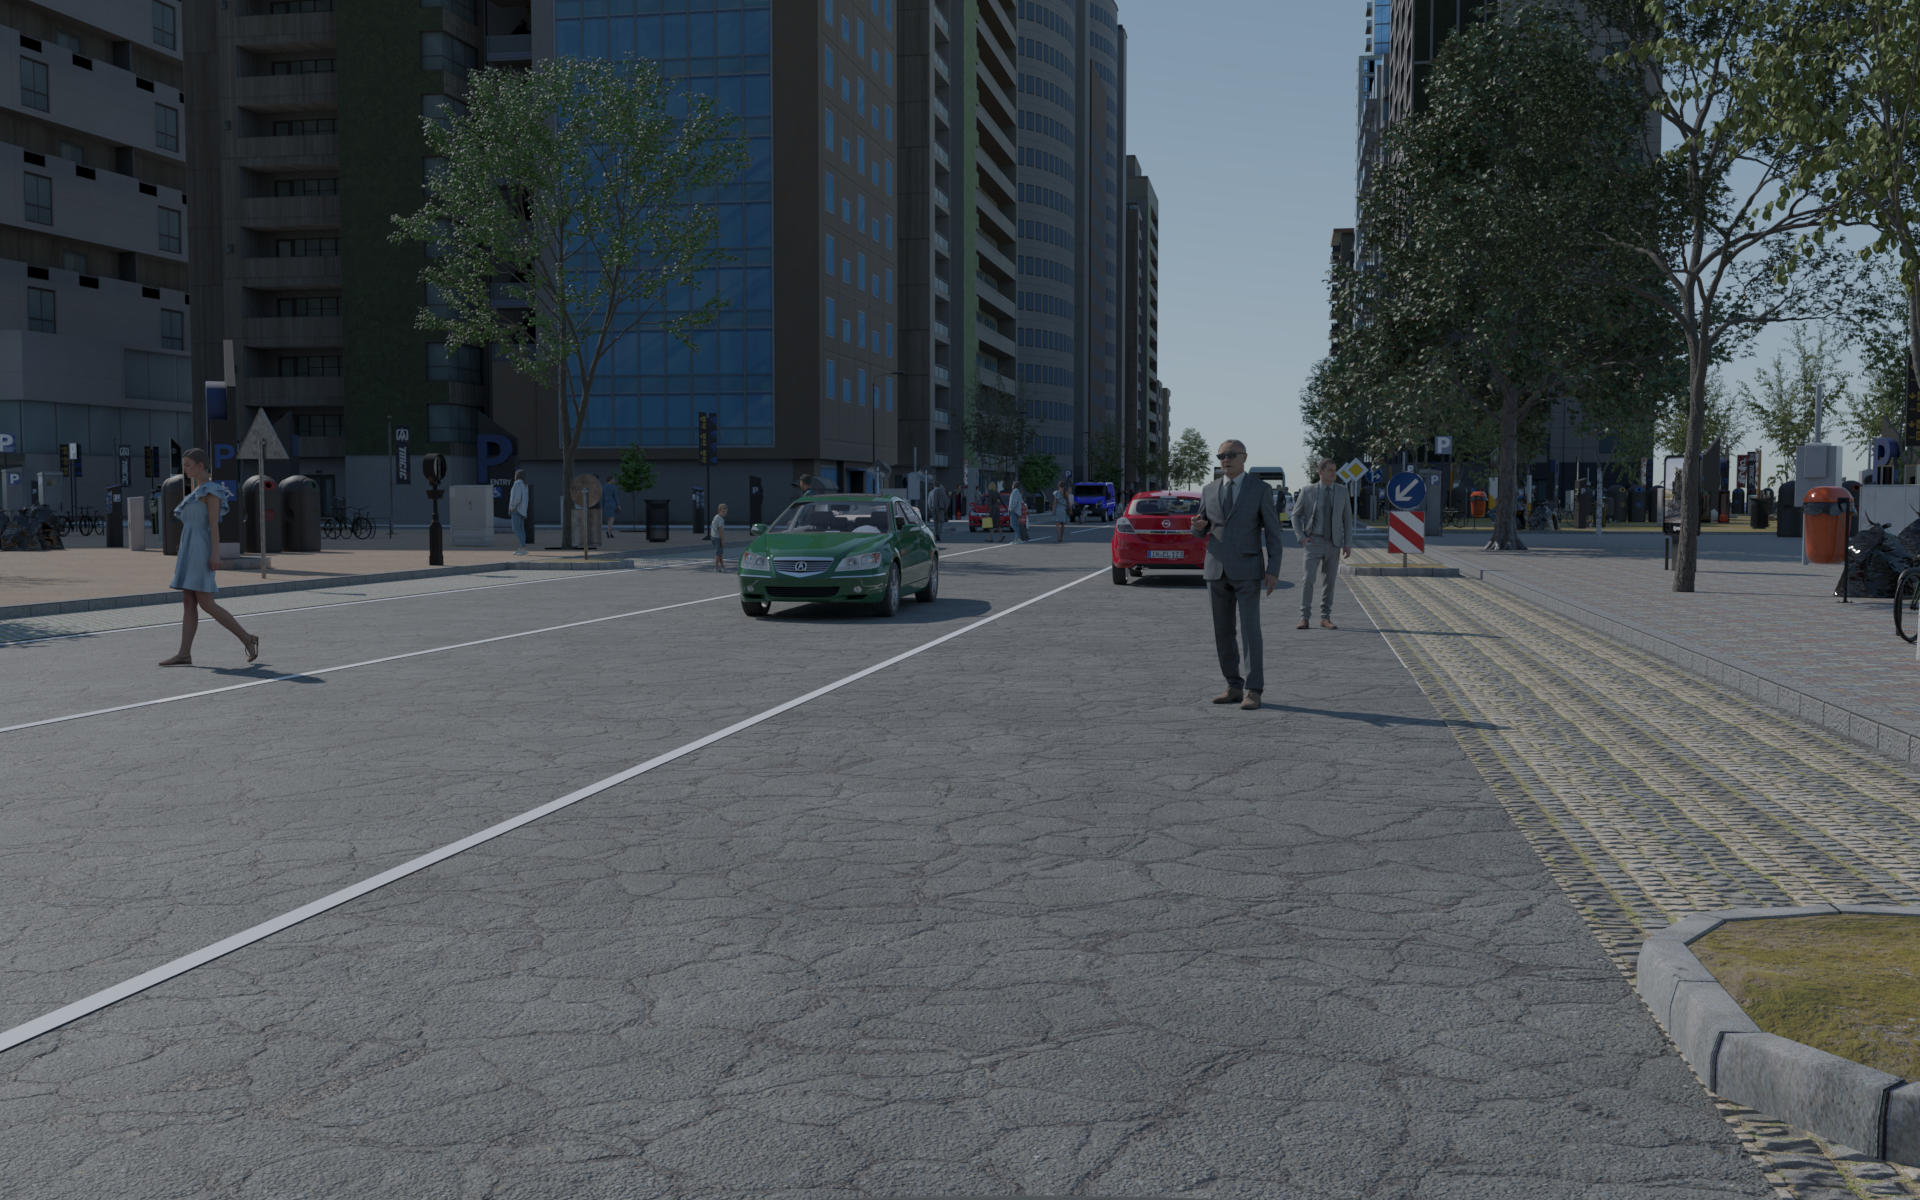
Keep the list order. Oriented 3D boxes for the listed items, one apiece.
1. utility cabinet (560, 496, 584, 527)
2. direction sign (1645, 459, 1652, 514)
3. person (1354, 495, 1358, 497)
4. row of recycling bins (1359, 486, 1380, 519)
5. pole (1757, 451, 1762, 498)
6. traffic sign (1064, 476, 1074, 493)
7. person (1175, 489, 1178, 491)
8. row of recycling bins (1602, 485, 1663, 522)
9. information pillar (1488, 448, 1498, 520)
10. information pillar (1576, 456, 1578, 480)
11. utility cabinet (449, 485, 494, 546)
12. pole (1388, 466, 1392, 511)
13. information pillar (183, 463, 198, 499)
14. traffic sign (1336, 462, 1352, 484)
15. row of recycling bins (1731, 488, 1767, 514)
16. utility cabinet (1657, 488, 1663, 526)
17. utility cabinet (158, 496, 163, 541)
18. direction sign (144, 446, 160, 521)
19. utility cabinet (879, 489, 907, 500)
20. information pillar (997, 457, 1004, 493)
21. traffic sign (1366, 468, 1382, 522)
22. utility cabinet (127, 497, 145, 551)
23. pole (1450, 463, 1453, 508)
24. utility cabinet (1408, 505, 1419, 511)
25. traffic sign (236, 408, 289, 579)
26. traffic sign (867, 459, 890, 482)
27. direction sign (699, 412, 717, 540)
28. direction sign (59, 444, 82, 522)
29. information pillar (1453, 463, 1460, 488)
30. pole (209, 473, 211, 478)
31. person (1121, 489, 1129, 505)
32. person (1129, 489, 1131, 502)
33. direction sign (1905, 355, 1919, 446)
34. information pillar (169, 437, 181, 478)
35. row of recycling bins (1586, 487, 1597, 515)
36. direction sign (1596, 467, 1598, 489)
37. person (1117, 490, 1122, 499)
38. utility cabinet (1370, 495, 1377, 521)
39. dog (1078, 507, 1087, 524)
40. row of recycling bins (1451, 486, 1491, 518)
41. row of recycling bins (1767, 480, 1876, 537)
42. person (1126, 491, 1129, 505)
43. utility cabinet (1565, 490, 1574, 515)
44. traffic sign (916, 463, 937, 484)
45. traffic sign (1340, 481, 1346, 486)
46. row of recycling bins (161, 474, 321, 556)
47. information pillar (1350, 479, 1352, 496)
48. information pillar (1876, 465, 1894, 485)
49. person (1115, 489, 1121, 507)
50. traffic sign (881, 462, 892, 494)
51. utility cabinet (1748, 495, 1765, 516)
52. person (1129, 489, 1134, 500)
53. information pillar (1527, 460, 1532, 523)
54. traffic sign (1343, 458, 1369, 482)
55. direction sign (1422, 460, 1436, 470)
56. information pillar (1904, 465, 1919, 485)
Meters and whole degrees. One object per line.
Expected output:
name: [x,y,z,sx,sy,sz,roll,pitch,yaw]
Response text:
utility cabinet: [-15.137,-3.465,67.820,1.020,1.237,0.306,1,4,22]
direction sign: [44.678,-7.383,112.703,0.876,3.537,0.379,-2,4,-28]
person: [40.054,-10.174,175.604,0.991,1.433,0.599,3,4,37]
row of recycling bins: [21.083,-5.010,89.026,1.069,1.692,3.534,1,4,11]
pole: [37.867,-5.397,82.087,0.158,3.312,0.155,0,3,0]
traffic sign: [7.824,-7.651,125.099,0.884,2.594,0.081,1,4,12]
person: [14.915,-6.788,119.579,0.616,1.811,0.778,-2,4,-24]
row of recycling bins: [31.381,-4.405,79.130,3.534,1.692,1.069,1,4,9]
information pillar: [26.515,-5.794,86.079,0.504,3.616,0.183,-1,4,-20]
information pillar: [38.486,-7.140,108.087,0.183,3.616,0.504,2,4,26]
utility cabinet: [-11.982,-2.067,42.467,1.173,1.500,0.318,2,4,29]
pole: [31.055,-8.027,125.085,0.158,3.312,0.155,0,3,0]
information pillar: [-14.891,-1.788,33.723,0.304,2.012,0.304,2,4,32]
traffic sign: [14.040,-3.709,62.833,0.795,2.593,0.064,1,4,10]
row of recycling bins: [51.093,-6.461,112.748,3.534,1.692,1.069,3,4,36]
utility cabinet: [28.152,-3.652,68.385,1.173,1.500,0.318,-1,4,-11]
utility cabinet: [-21.524,-2.237,47.729,1.020,1.237,0.306,0,4,3]
direction sign: [-38.318,-5.517,82.194,0.379,3.537,0.876,1,4,18]
utility cabinet: [-2.749,-3.737,69.777,1.173,1.500,0.318,0,4,-6]
information pillar: [2.576,-7.253,109.942,0.504,3.616,0.183,-3,5,-43]
traffic sign: [19.331,-4.944,80.936,0.768,2.556,0.104,1,4,12]
utility cabinet: [-18.765,-1.729,39.436,0.306,1.237,1.020,-2,4,-29]
pole: [32.203,-7.320,113.531,0.158,3.312,0.155,0,3,0]
utility cabinet: [16.462,-3.246,61.746,1.173,1.500,0.318,1,4,19]
traffic sign: [-10.548,-1.600,26.172,0.884,2.594,0.081,1,4,13]
traffic sign: [-2.749,-3.404,57.844,0.795,2.593,0.064,1,4,10]
direction sign: [-7.000,-3.434,48.148,0.379,3.537,0.876,2,4,24]
direction sign: [-40.510,-5.319,78.962,0.876,3.537,0.379,-2,4,-33]
information pillar: [37.635,-8.556,131.249,0.504,3.616,0.183,0,4,3]
pole: [-18.514,-3.004,42.959,0.158,3.312,0.155,0,3,0]
person: [18.144,-11.301,190.954,1.348,1.807,0.705,3,5,43]
person: [20.200,-12.205,205.554,0.705,1.831,1.348,1,4,17]
direction sign: [15.838,-2.214,28.204,0.876,3.537,0.379,0,4,5]
information pillar: [-32.382,-4.903,71.515,0.183,3.616,0.504,2,4,29]
row of recycling bins: [39.034,-5.931,104.089,3.534,1.692,1.069,1,4,12]
direction sign: [40.783,-7.273,110.906,0.379,3.537,0.876,1,4,17]
person: [18.123,-11.621,196.182,0.705,1.807,1.348,-3,5,-41]
utility cabinet: [19.877,-4.410,83.270,0.306,1.237,1.020,1,4,13]
dog: [5.724,-4.013,82.442,0.800,0.831,0.513,-1,4,-9]
row of recycling bins: [27.280,-5.206,92.238,3.534,1.692,1.069,-3,5,-42]
row of recycling bins: [26.194,-2.734,51.818,3.534,1.692,1.069,0,4,-5]
person: [20.491,-12.552,212.188,0.541,1.710,0.530,-1,4,-12]
utility cabinet: [36.753,-5.858,104.461,0.318,1.500,1.173,2,4,28]
traffic sign: [-1.289,-3.884,65.695,0.795,2.593,0.064,1,4,10]
traffic sign: [27.765,-7.649,125.062,0.884,2.594,0.081,1,4,11]
row of recycling bins: [-15.570,-1.862,37.557,1.069,1.692,3.534,2,4,35]
information pillar: [27.732,-8.068,123.261,0.183,3.616,0.504,-1,4,-14]
information pillar: [23.606,-2.431,44.241,0.304,2.012,0.304,0,4,6]
person: [16.023,-10.333,175.006,0.705,1.821,1.348,2,4,26]
traffic sign: [-3.094,-4.198,68.742,0.768,2.556,0.104,1,4,16]
utility cabinet: [46.534,-5.508,101.213,0.306,1.237,1.020,-1,4,-20]
person: [17.661,-10.527,178.299,0.705,1.807,1.348,2,4,25]
information pillar: [25.056,-5.190,76.207,0.183,3.616,0.504,0,4,6]
traffic sign: [12.579,-3.229,54.982,0.795,2.593,0.064,1,4,10]
direction sign: [31.243,-7.551,115.457,0.876,3.537,0.379,2,4,28]
information pillar: [23.741,-2.367,43.189,0.304,2.012,0.304,-3,5,-40]
